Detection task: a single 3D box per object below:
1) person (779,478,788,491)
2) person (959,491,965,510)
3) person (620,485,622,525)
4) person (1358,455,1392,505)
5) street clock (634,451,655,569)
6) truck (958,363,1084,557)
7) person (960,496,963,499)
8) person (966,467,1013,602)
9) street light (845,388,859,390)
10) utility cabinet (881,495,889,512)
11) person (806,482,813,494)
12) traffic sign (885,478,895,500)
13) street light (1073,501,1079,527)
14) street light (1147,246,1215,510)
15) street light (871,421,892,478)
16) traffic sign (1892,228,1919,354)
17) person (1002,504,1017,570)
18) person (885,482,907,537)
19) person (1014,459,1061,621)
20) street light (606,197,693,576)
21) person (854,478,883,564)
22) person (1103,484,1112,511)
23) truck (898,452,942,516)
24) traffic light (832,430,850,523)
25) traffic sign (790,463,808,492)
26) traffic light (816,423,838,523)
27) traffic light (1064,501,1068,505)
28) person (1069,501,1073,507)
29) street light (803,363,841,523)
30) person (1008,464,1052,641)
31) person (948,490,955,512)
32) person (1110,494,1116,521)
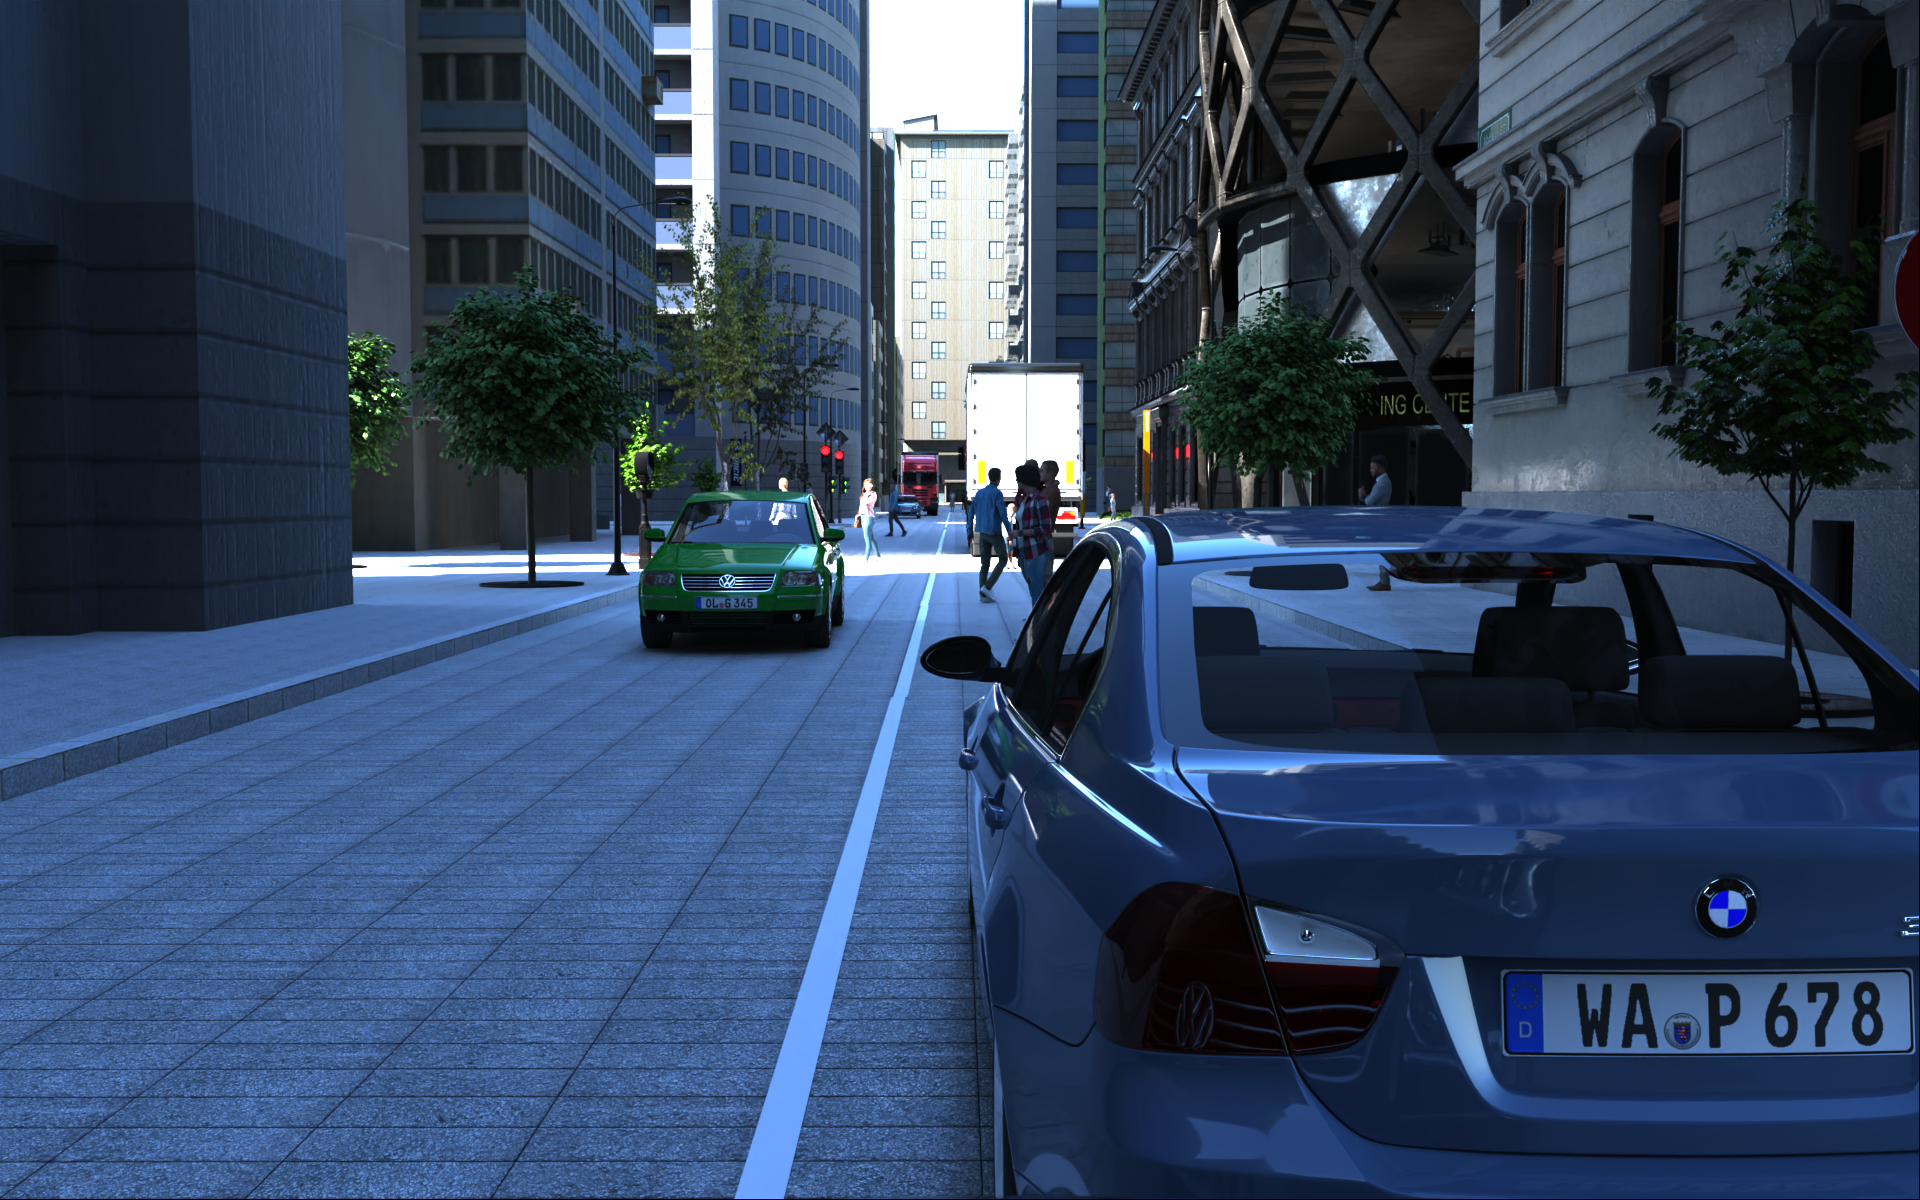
[{"bbox_3d":[-3.855,-1.764,37.687,0.694,1.780,0.624,-1,4,-11],"label":"person"},{"bbox_3d":[0.390,-9.161,158.998,1.217,1.735,0.721,-2,4,-32],"label":"person"},{"bbox_3d":[-13.851,-3.853,71.381,0.818,1.842,0.514,-3,4,-38],"label":"person"},{"bbox_3d":[5.538,-1.034,23.123,0.466,1.800,0.511,0,4,0],"label":"person"},{"bbox_3d":[-5.366,-1.524,29.491,0.358,2.002,0.471,0,4,6],"label":"street clock"},{"bbox_3d":[1.383,-3.285,42.621,2.839,4.237,11.283,0,4,0],"label":"truck"},{"bbox_3d":[0.629,-9.494,163.731,1.348,1.823,0.705,-1,4,-21],"label":"person"},{"bbox_3d":[0.382,-0.852,22.769,0.444,1.785,0.601,-3,5,-44],"label":"person"},{"bbox_3d":[-5.096,-6.311,75.725,1.470,5.913,1.316,0,4,0],"label":"street light"},{"bbox_3d":[-5.552,-7.131,127.751,0.306,1.237,1.020,1,4,18],"label":"utility cabinet"},{"bbox_3d":[-6.768,-4.327,76.975,0.511,1.800,0.466,3,5,39],"label":"person"},{"bbox_3d":[-5.548,-8.380,137.111,0.768,2.556,0.104,0,4,5],"label":"traffic sign"},{"bbox_3d":[3.964,-5.831,67.879,1.470,5.913,1.316,0,4,0],"label":"street light"},{"bbox_3d":[4.193,-3.670,32.548,1.470,5.913,1.316,0,4,0],"label":"street light"},{"bbox_3d":[-5.252,-8.417,110.155,1.470,5.913,1.316,0,4,0],"label":"street light"},{"bbox_3d":[4.435,-0.456,7.568,0.768,2.556,0.104,0,4,7],"label":"traffic sign"},{"bbox_3d":[0.935,-1.200,32.804,0.352,1.250,0.332,3,4,38],"label":"person"},{"bbox_3d":[-2.168,-3.053,58.284,0.748,1.841,0.638,0,4,6],"label":"person"},{"bbox_3d":[0.895,-0.673,19.473,0.580,1.828,0.573,2,4,24],"label":"person"},{"bbox_3d":[-4.879,-3.346,27.240,1.470,5.913,1.316,0,4,0],"label":"street light"},{"bbox_3d":[-1.846,-1.628,35.711,0.643,1.750,0.593,-2,4,-25],"label":"person"},{"bbox_3d":[8.321,-5.527,96.437,0.654,1.822,0.581,-1,4,-20],"label":"person"},{"bbox_3d":[-2.713,-7.815,116.683,2.839,4.237,11.283,0,4,-2],"label":"truck"},{"bbox_3d":[-5.251,-5.316,75.834,0.839,4.253,0.868,0,4,0],"label":"traffic light"},{"bbox_3d":[-5.300,-3.363,57.114,0.606,2.300,0.079,1,4,9],"label":"traffic sign"},{"bbox_3d":[-5.227,-4.827,67.849,0.839,4.253,0.868,0,4,0],"label":"traffic light"},{"bbox_3d":[4.134,-4.830,67.892,0.839,4.253,0.868,0,4,0],"label":"traffic light"},{"bbox_3d":[7.394,-6.662,114.876,0.836,1.842,0.656,3,4,38],"label":"person"},{"bbox_3d":[-4.995,-5.451,61.670,1.470,5.913,1.316,0,4,0],"label":"street light"},{"bbox_3d":[0.747,-0.461,16.879,0.643,1.720,0.563,-1,4,-16],"label":"person"},{"bbox_3d":[-0.672,-7.922,138.589,0.480,1.755,0.524,1,4,22],"label":"person"},{"bbox_3d":[7.140,-4.284,80.367,0.394,1.301,0.425,1,4,12],"label":"person"}]
